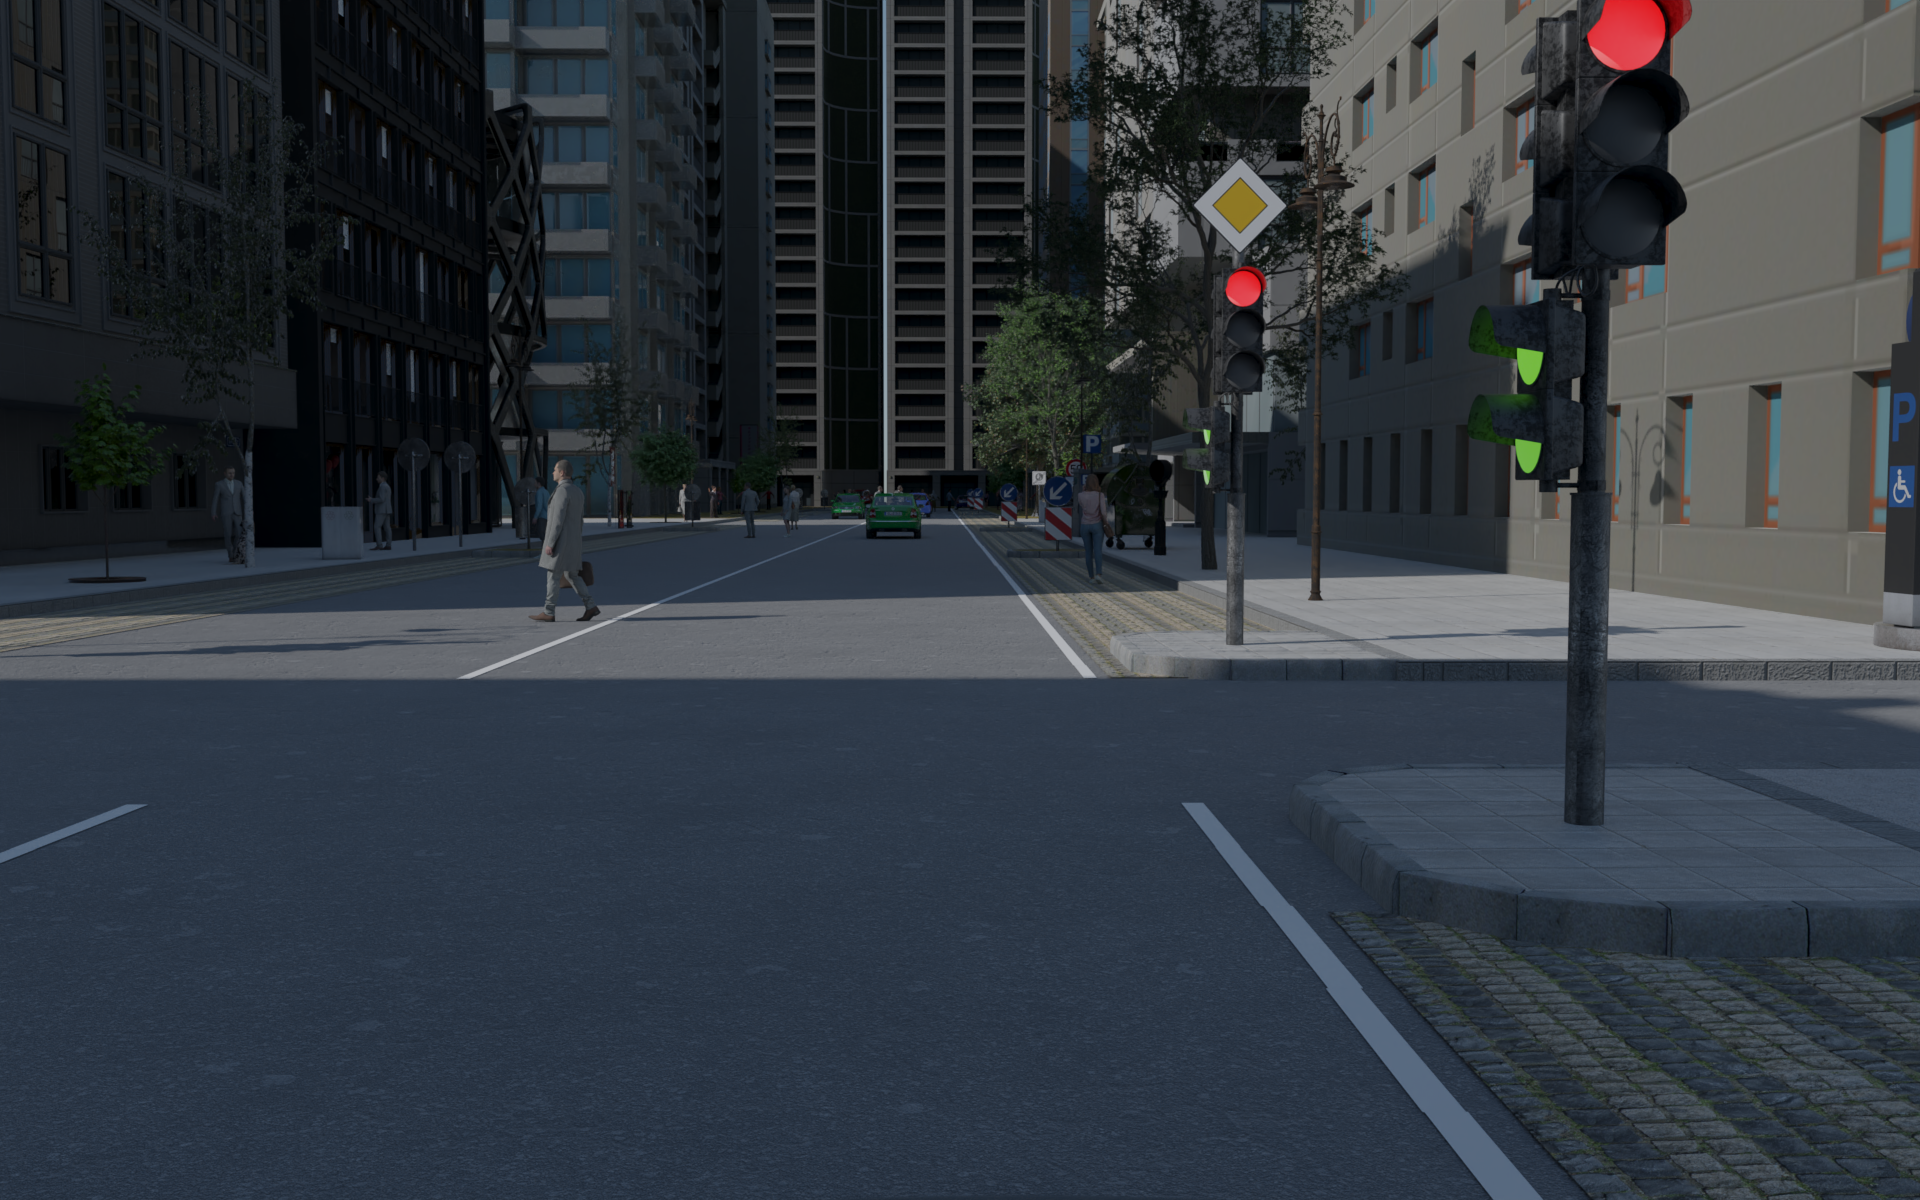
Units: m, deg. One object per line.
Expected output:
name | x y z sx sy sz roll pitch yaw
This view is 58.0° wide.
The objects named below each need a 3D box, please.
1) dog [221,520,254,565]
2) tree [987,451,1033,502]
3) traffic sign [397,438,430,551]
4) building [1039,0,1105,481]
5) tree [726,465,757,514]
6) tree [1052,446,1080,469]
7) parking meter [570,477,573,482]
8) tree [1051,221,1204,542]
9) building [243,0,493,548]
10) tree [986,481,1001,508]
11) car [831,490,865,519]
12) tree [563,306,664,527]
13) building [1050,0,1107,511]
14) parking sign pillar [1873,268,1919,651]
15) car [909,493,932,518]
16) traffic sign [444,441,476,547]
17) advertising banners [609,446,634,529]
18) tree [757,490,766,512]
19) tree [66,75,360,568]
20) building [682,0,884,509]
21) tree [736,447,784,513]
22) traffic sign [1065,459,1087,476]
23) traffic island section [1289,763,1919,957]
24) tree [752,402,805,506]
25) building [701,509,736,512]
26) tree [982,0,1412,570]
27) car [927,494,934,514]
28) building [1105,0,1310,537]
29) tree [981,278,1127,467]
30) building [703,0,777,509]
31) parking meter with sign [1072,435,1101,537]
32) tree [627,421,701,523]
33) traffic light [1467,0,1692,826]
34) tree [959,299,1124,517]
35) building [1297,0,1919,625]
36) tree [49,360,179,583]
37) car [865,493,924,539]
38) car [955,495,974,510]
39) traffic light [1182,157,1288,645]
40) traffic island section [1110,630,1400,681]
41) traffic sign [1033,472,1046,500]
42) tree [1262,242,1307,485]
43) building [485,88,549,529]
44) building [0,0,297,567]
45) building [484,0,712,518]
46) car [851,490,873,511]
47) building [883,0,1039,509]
dog | -13.229 -1.058 31.683 0.513 0.831 0.800 3 5 39
tree | 3.771 -8.825 127.998 4.285 4.588 4.351 0 3 0
traffic sign | -12.332 -2.384 39.080 0.768 2.556 0.104 0 4 6
building | 13.409 -29.624 134.464 14.600 45.320 14.200 0 4 -1
tree | -14.387 -7.214 112.549 1.663 3.219 1.824 0 3 0
tree | 4.588 -4.607 69.931 1.663 3.219 1.824 0 3 0
parking meter | -13.212 -3.232 58.553 0.255 1.863 0.399 0 4 -5
tree | 4.766 -5.870 46.337 4.360 8.622 3.978 0 3 0
building | -21.491 -13.385 48.522 12.332 23.373 15.834 0 4 -1
tree | 3.200 -10.288 162.813 1.663 3.219 1.824 0 3 0
car | -6.389 -5.528 99.183 1.959 1.807 4.718 0 4 -1
tree | -13.849 -7.223 68.464 4.360 8.622 3.978 0 3 0
building | 22.453 -25.920 115.668 32.217 40.220 23.993 0 4 -1
parking sign pillar | 8.439 -1.582 14.342 1.447 3.967 1.447 0 4 -3
car | -2.669 -5.903 106.101 1.945 1.707 3.694 0 4 -2
traffic sign | -12.090 -2.555 41.873 0.768 2.556 0.104 0 4 1
advertising banners | -12.593 -4.169 64.348 0.090 3.025 2.074 1 4 13
tree | -14.681 -7.980 125.077 1.663 3.219 1.824 0 3 0
tree | -12.628 -4.868 29.950 4.360 8.622 3.978 0 3 0
building | -18.705 -45.630 184.308 20.611 71.187 20.563 0 4 -1
tree | -13.883 -8.361 120.420 4.285 4.588 4.351 0 3 0
traffic sign | 4.170 -3.796 62.173 0.768 2.556 0.104 1 4 8
traffic island section | 2.459 0.949 6.767 2.009 0.180 2.903 0 4 -1
tree | -14.117 -11.410 136.909 4.737 8.622 4.395 0 3 0
building | -27.702 -42.233 128.762 20.563 71.187 20.611 0 4 -1
tree | 3.903 -5.791 29.093 7.601 10.594 8.767 -1 4 -13
car | -2.963 -7.182 126.467 2.155 1.783 4.494 0 4 1
building | 20.031 -29.012 63.593 28.713 52.752 27.495 0 4 -1
tree | 4.582 -9.648 83.501 9.928 11.665 9.643 0 3 0
building | -27.653 -32.268 151.287 21.600 48.544 21.300 0 4 -1
parking meter with sign | 3.681 -3.384 51.592 0.543 3.016 1.738 -1 4 -12
tree | -13.214 -5.741 77.578 4.285 4.588 4.351 0 3 0
traffic light | 2.419 -1.084 6.652 0.839 4.253 0.868 0 4 -1
tree | 4.586 -11.096 98.428 9.611 12.733 9.660 0 3 0
building | 23.191 -11.301 29.812 28.899 21.520 27.650 0 4 -1
tree | -12.435 -1.868 25.148 1.663 3.219 1.824 0 3 0
car | -2.147 -2.938 56.830 1.959 1.807 4.718 0 4 -1
car | 0.421 -8.765 155.890 1.945 1.354 3.894 0 4 -2
traffic light | 2.321 -1.573 14.637 0.839 4.253 0.868 0 4 -1
traffic island section | 2.361 0.461 14.751 2.009 0.180 2.903 0 4 -1
traffic sign | 3.591 -4.671 78.502 0.606 2.300 0.079 0 4 4
tree | 10.234 -5.986 48.229 4.360 8.622 3.978 0 3 0
building | -24.453 -12.078 64.920 16.820 18.784 16.811 0 4 -1
building | -22.269 -14.359 28.281 14.314 27.812 24.014 0 4 -1
building | -28.065 -29.623 103.946 23.786 49.044 30.456 0 4 -1
car | -8.598 -8.585 149.032 2.281 1.827 5.304 0 3 0
building | 2.668 -45.703 185.498 20.611 71.187 20.563 0 4 -1
